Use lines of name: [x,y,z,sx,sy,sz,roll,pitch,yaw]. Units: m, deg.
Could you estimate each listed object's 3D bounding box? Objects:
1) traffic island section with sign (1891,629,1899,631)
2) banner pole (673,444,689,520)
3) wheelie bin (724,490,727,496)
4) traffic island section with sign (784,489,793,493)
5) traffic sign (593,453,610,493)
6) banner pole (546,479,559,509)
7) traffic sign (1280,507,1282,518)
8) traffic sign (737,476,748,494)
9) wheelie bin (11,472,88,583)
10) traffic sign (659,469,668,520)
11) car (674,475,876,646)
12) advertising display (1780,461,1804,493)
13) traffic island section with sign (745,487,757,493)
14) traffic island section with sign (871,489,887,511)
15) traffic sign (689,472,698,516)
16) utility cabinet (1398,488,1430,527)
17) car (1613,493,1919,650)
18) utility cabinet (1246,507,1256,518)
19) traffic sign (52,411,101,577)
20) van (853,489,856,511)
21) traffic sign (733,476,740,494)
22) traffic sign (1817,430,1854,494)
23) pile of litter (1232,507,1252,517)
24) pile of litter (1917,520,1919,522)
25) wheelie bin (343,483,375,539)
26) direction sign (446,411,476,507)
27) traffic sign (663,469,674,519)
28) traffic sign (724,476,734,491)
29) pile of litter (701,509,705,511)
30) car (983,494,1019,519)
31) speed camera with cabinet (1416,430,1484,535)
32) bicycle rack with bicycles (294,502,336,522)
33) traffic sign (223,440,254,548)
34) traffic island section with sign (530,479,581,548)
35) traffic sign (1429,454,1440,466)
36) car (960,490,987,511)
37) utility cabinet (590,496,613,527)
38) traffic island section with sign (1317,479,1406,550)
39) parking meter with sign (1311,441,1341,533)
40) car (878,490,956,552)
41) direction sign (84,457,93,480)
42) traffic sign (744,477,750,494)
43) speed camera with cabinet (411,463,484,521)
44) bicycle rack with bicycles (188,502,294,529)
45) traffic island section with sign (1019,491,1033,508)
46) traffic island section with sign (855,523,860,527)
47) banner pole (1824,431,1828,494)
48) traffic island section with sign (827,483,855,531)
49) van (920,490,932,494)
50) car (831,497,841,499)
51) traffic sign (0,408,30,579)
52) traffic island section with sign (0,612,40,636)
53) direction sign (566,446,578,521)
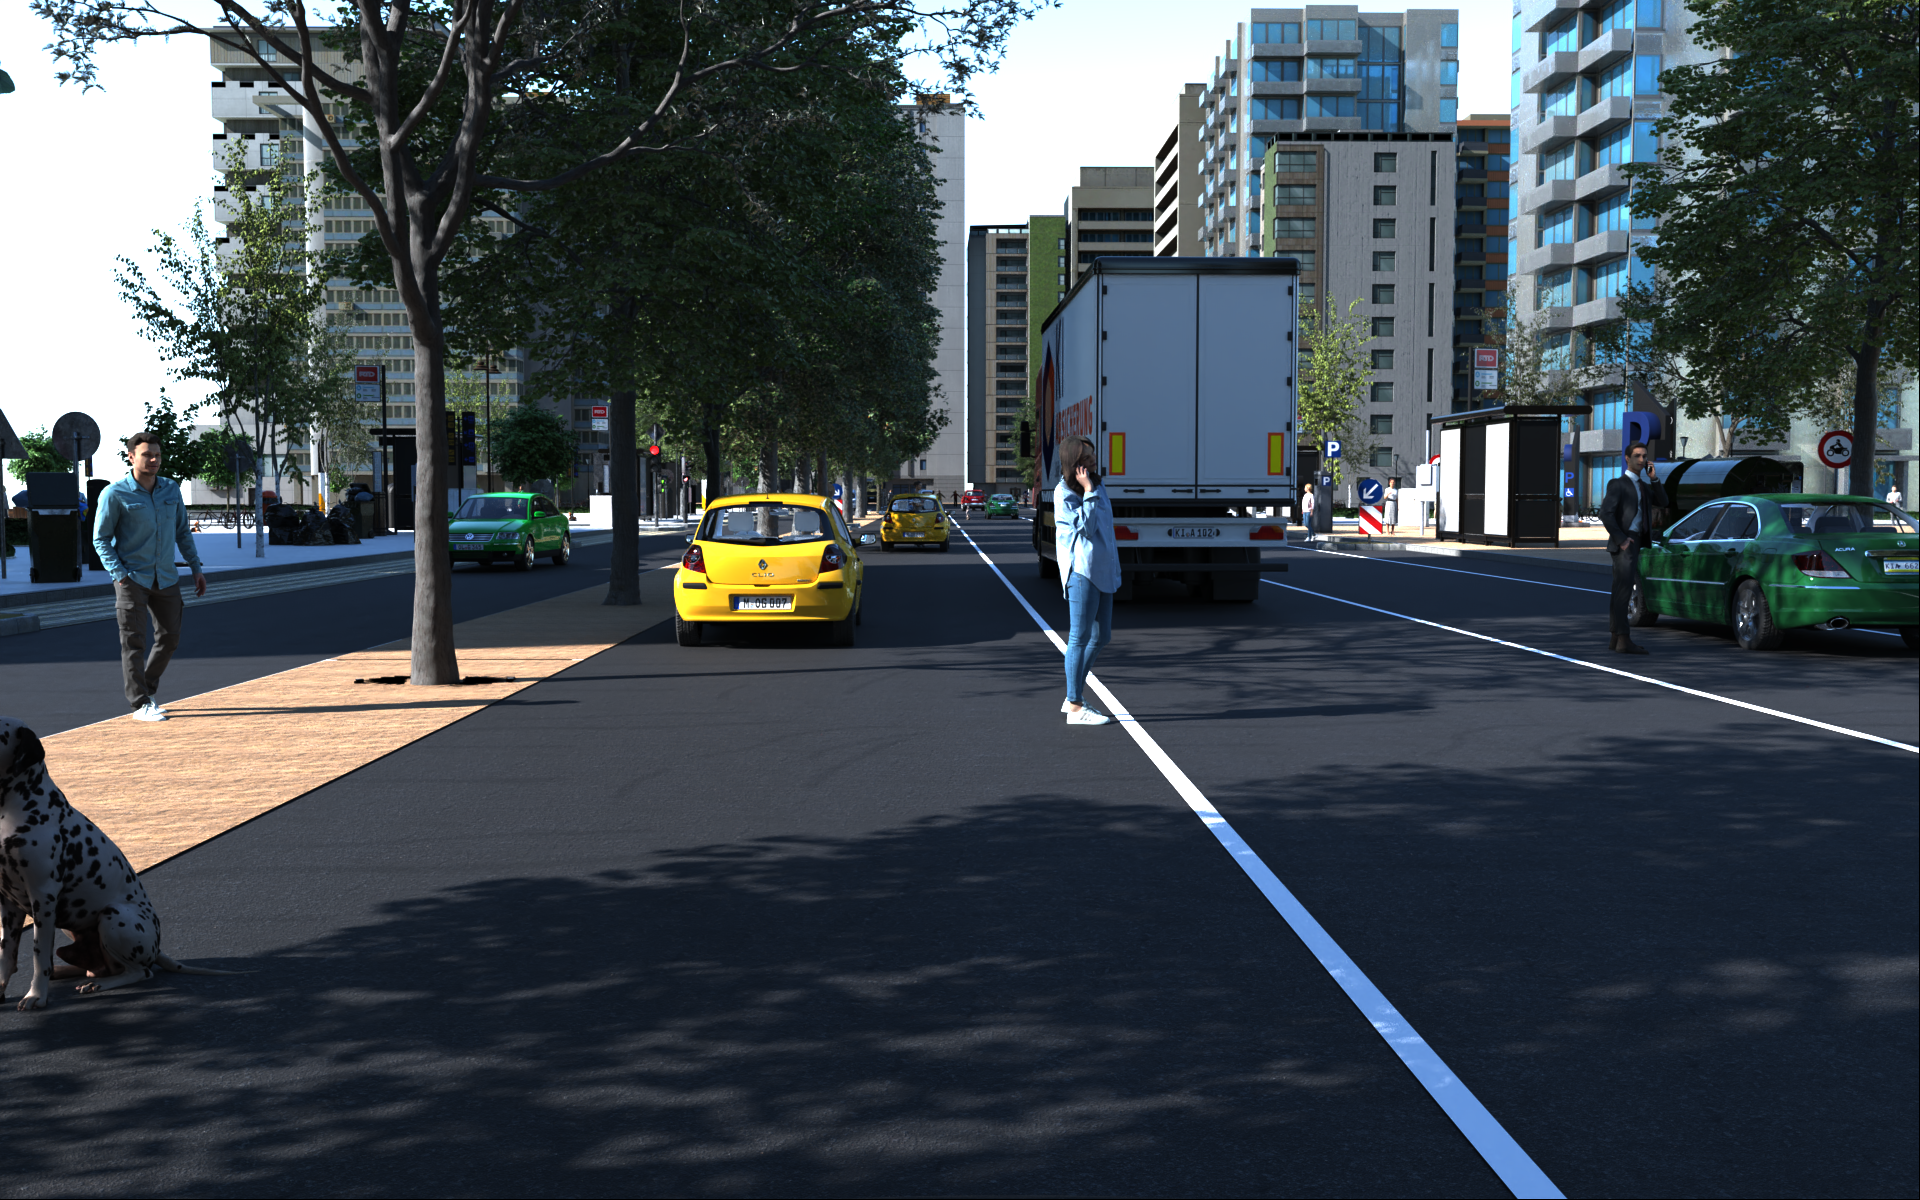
traffic island section with sign: [10.853,-0.568,17.910,1.989,1.847,2.006,0,4,-1]
banner pole: [-14.015,-5.941,87.152,0.863,3.779,0.401,-2,4,-25]
wheelie bin: [-17.651,-7.348,128.045,0.980,1.594,0.693,-2,4,-25]
traffic island section with sign: [-12.541,-7.263,127.382,1.989,1.847,2.006,0,4,-1]
traffic sign: [-17.219,-5.675,86.667,2.265,3.308,0.079,0,4,3]
banner pole: [-18.435,-5.398,78.281,0.863,3.779,0.401,-1,4,-14]
traffic sign: [12.575,-4.147,67.804,0.884,2.594,0.081,1,4,8]
traffic sign: [-15.306,-7.449,121.889,0.768,2.556,0.104,0,4,1]
wheelie bin: [-13.247,-1.059,25.220,0.980,1.594,0.693,-2,4,-33]
traffic sign: [-14.960,-5.289,86.586,0.768,2.556,0.104,0,4,3]
car: [-1.873,-0.461,17.761,2.015,1.641,3.980,0,4,-2]
advertising display: [16.120,-1.776,34.253,0.974,1.923,0.123,1,4,23]
traffic island section with sign: [-12.082,-5.607,100.302,1.989,1.847,2.006,0,4,-1]
traffic island section with sign: [-6.667,-8.700,150.377,2.006,1.907,1.989,0,4,-1]
traffic sign: [-15.918,-6.250,102.197,0.884,2.594,0.081,0,4,2]
utility cabinet: [17.670,-3.595,67.458,1.173,1.500,0.318,3,5,42]
car: [8.151,-0.338,17.321,2.131,1.459,4.920,0,4,0]
utility cabinet: [13.908,-4.629,84.367,0.318,1.500,1.173,-2,4,-35]
traffic sign: [-13.614,-1.626,26.694,0.768,2.556,0.104,0,4,2]
van: [-9.526,-8.578,147.257,2.013,2.044,4.112,0,4,0]
traffic sign: [-15.709,-7.544,123.344,0.884,2.594,0.081,0,3,0]
traffic sign: [17.447,-2.104,34.502,0.768,2.556,0.104,0,4,8]
pile of litter: [12.639,-3.971,78.885,1.719,0.858,1.176,0,4,5]
pile of litter: [43.221,-3.863,77.128,1.176,0.858,1.719,-1,4,-9]
wheelie bin: [-17.273,-2.565,49.839,0.980,1.594,0.693,1,4,23]
direction sign: [-13.716,-3.392,47.464,0.876,3.537,0.379,-2,4,-27]
traffic sign: [-14.903,-5.368,87.873,0.768,2.556,0.104,0,4,2]
traffic sign: [-16.237,-7.413,121.206,0.884,2.594,0.081,0,4,6]
pile of litter: [-18.929,-7.144,130.761,1.176,0.858,1.719,-1,4,-17]
car: [2.382,-5.359,99.412,2.131,1.459,4.920,0,4,-1]
speed camera with cabinet: [15.176,-3.621,53.547,2.038,3.252,0.660,3,5,39]
bicycle rack with bicycles: [-28.718,-3.867,76.608,2.852,0.926,2.925,0,4,3]
traffic sign: [-17.089,-2.501,40.995,0.768,2.556,0.104,0,4,6]
traffic island section with sign: [-11.154,-2.286,45.999,1.989,1.847,2.006,0,4,-1]
traffic sign: [15.182,-3.345,54.805,0.768,2.556,0.104,0,4,6]
car: [1.169,-8.481,147.344,2.281,1.827,5.304,0,4,-2]
utility cabinet: [-13.906,-3.445,67.483,1.020,1.237,0.306,1,4,22]
traffic island section with sign: [10.389,-2.232,45.121,1.989,1.847,2.006,0,4,-1]
parking meter with sign: [12.057,-3.741,57.425,0.543,3.016,1.738,0,4,-7]
car: [-1.121,-2.095,44.475,2.015,1.641,3.980,0,4,1]
direction sign: [-39.801,-5.331,79.164,0.379,3.537,0.876,0,4,-6]
traffic sign: [-15.236,-7.479,122.383,0.768,2.556,0.104,1,4,8]
speed camera with cabinet: [-15.423,-3.536,52.147,2.038,3.252,0.660,0,4,5]
bicycle rack with bicycles: [-26.990,-3.108,64.195,2.852,0.926,2.925,1,4,22]
traffic island section with sign: [7.665,-12.012,205.028,1.989,1.847,2.006,0,4,-1]
traffic island section with sign: [-5.375,-4.105,75.250,2.006,1.907,1.989,0,4,-1]
banner pole: [34.403,-4.821,68.833,0.401,3.779,0.863,2,4,30]
traffic island section with sign: [-5.258,-3.652,67.844,2.006,1.907,1.989,0,4,-1]
van: [-3.534,-10.841,184.264,2.013,2.044,4.112,0,4,-2]
car: [-8.976,-6.813,120.427,2.155,1.783,4.494,0,4,-2]
traffic sign: [-14.515,-1.604,26.225,0.884,2.594,0.081,0,4,4]
traffic island section with sign: [-10.659,-0.554,17.689,1.989,1.847,2.006,0,4,-1]
direction sign: [-18.363,-5.507,82.031,0.379,3.537,0.876,2,4,27]
